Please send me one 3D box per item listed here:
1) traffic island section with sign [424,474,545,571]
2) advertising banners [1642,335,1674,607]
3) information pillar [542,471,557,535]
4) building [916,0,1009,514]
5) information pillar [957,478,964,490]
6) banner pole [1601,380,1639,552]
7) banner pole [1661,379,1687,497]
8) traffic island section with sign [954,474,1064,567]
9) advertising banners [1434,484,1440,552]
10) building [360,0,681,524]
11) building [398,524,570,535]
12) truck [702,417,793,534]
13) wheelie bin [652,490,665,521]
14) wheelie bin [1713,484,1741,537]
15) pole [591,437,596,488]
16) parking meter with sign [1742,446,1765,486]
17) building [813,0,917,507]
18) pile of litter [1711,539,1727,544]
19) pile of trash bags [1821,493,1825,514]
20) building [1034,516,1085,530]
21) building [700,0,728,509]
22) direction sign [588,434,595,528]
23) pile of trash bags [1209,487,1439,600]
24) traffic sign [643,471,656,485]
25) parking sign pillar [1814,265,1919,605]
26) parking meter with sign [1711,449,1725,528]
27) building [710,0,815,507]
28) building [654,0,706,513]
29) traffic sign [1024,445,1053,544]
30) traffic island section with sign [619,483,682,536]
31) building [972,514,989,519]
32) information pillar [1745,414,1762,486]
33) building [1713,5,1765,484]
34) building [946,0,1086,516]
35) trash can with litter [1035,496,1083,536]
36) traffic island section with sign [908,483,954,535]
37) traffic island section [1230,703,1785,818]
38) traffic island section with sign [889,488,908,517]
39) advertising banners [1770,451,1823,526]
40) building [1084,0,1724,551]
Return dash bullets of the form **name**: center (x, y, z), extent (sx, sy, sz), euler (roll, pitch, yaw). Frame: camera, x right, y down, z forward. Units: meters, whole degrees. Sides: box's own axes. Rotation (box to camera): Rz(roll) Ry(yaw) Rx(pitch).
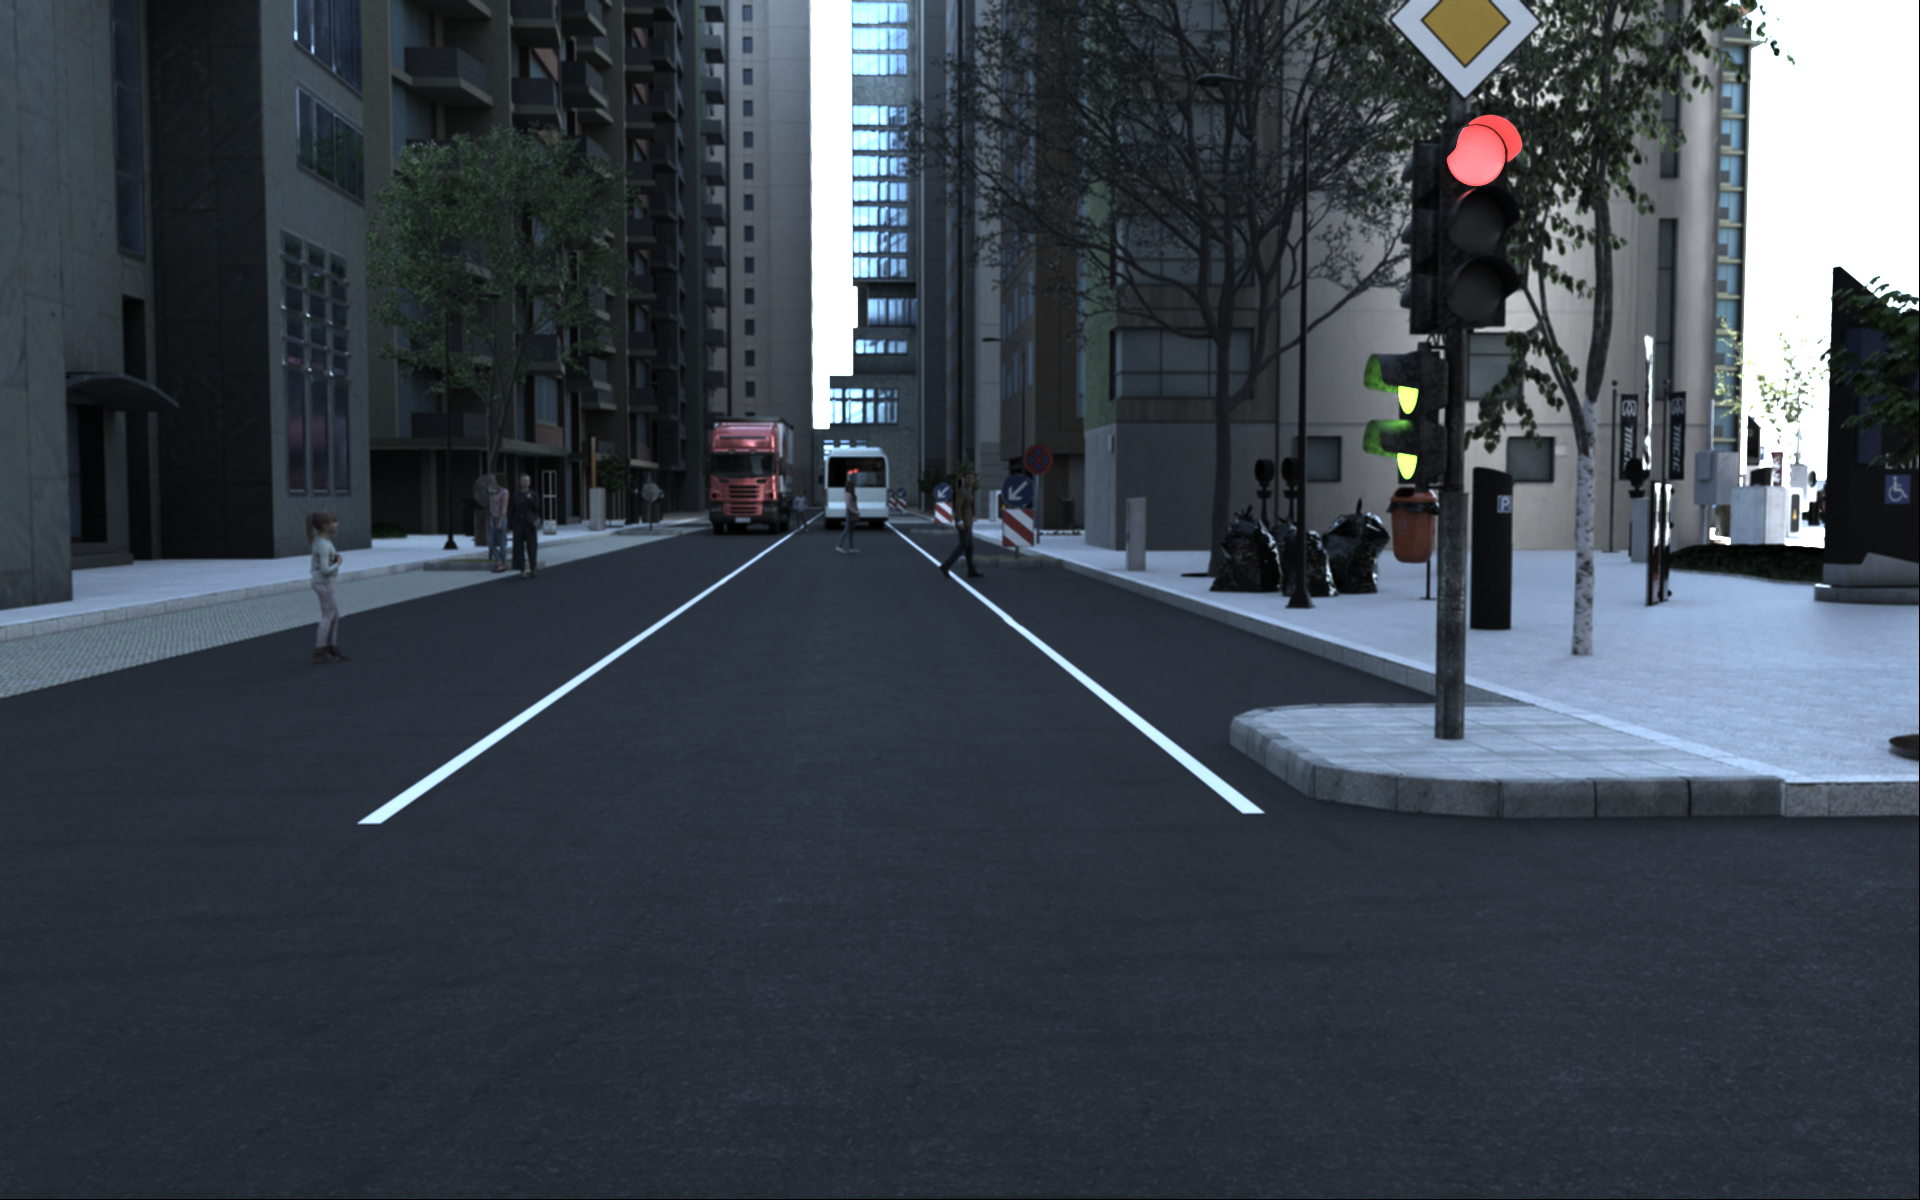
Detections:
- **traffic island section with sign**: center (-9.007, -1.493, 33.039), extent (1.989, 1.847, 2.006), euler (0, 4, -4)
- **advertising banners**: center (8.047, -1.456, 20.000), extent (0.090, 3.025, 2.074), euler (2, 4, 31)
- **information pillar**: center (-12.924, -3.060, 54.530), extent (0.304, 2.012, 0.304), euler (1, 4, 21)
- **building**: center (6.845, -36.869, 144.813), extent (21.231, 58.520, 28.212), euler (0, 4, -4)
- **information pillar**: center (0.011, -4.557, 79.003), extent (0.304, 2.012, 0.304), euler (1, 4, 9)
- **banner pole**: center (14.601, -2.947, 38.199), extent (0.863, 3.779, 0.401), euler (-1, 4, -17)
- **banner pole**: center (15.418, -2.906, 37.536), extent (0.401, 3.779, 0.863), euler (-1, 4, -17)
- **traffic island section with sign**: center (0.981, -1.599, 34.766), extent (1.989, 1.847, 2.006), euler (0, 4, -4)
- **advertising banners**: center (10.474, -2.530, 37.548), extent (0.090, 3.025, 2.074), euler (0, 4, -2)
- **building**: center (-27.669, -27.055, 96.968), extent (22.147, 44.769, 28.867), euler (0, 4, -4)
- **building**: center (-25.652, -25.143, 65.710), extent (22.147, 44.769, 28.867), euler (0, 4, -4)
- **truck**: center (-7.766, -4.652, 64.977), extent (2.839, 4.237, 11.283), euler (0, 4, -3)
- **wheelie bin**: center (-14.583, -4.606, 83.222), extent (0.693, 1.594, 0.980), euler (0, 4, 7)
- **wheelie bin**: center (23.028, -2.685, 51.815), extent (0.980, 1.594, 0.693), euler (0, 4, 5)
- **pole**: center (-13.045, -4.152, 61.728), extent (0.158, 3.312, 0.155), euler (0, 3, 0)
- **parking meter with sign**: center (28.869, -4.098, 63.261), extent (0.543, 3.016, 1.738), euler (1, 4, 12)
- **building**: center (0.430, -52.965, 178.657), extent (31.000, 86.520, 22.319), euler (0, 4, -4)
- **pile of litter**: center (18.640, -1.810, 43.567), extent (1.176, 0.858, 1.719), euler (1, 4, 14)
- **pile of trash bags**: center (34.455, -3.443, 66.048), extent (1.912, 1.369, 3.447), euler (-2, 4, -28)
- **building**: center (9.066, -25.500, 67.042), extent (14.600, 45.320, 14.200), euler (0, 4, -4)
- **building**: center (-35.180, -32.105, 144.528), extent (30.456, 49.044, 23.786), euler (0, 4, -4)
- **direction sign**: center (-13.840, -4.477, 65.193), extent (0.379, 3.537, 0.876), euler (-2, 4, -26)
- **pile of trash bags**: center (4.781, -0.758, 22.143), extent (1.912, 1.369, 3.447), euler (-2, 4, -31)
- **traffic sign**: center (-13.935, -4.627, 77.774), extent (0.606, 2.300, 0.079), euler (0, 4, 1)
- **parking sign pillar**: center (11.003, -1.963, 20.568), extent (1.447, 3.967, 1.447), euler (-1, 4, -12)
- **parking meter with sign**: center (28.751, -4.261, 65.931), extent (0.543, 3.016, 1.738), euler (2, 4, 27)
- **building**: center (-29.064, -38.827, 176.823), extent (28.212, 58.520, 21.231), euler (0, 4, -4)
- **building**: center (-25.271, -26.612, 118.707), extent (14.154, 41.232, 14.086), euler (0, 4, -4)
- **traffic sign**: center (2.017, -2.728, 44.705), extent (0.768, 2.556, 0.104), euler (0, 4, -2)
- **traffic island section with sign**: center (-10.749, -3.160, 60.299), extent (1.989, 1.847, 2.006), euler (0, 4, -4)
- **building**: center (10.633, -34.272, 102.354), extent (21.231, 58.520, 28.212), euler (0, 4, -4)
- **information pillar**: center (23.056, -3.611, 50.389), extent (0.183, 3.616, 0.504), euler (-1, 4, -22)
- **building**: center (53.732, -30.394, 151.560), extent (28.867, 44.769, 22.147), euler (0, 4, -4)
- **building**: center (6.292, -28.965, 123.691), extent (14.600, 45.320, 14.200), euler (0, 4, -4)
- **trash can with litter**: center (2.913, -2.628, 54.021), extent (2.233, 1.210, 1.678), euler (0, 4, 5)
- **traffic island section with sign**: center (-0.749, -3.247, 61.720), extent (1.989, 1.847, 2.006), euler (0, 4, -4)
- **traffic island section**: center (2.597, 0.805, 9.117), extent (2.009, 0.180, 2.903), euler (0, 4, -4)
- **traffic island section with sign**: center (-3.870, -6.244, 110.711), extent (1.989, 1.847, 2.006), euler (0, 4, -4)
- **advertising banners**: center (33.913, -4.530, 70.261), extent (2.074, 3.025, 0.090), euler (1, 4, 10)
- **building**: center (10.078, -22.109, 45.085), extent (14.154, 41.232, 14.086), euler (0, 4, -4)
